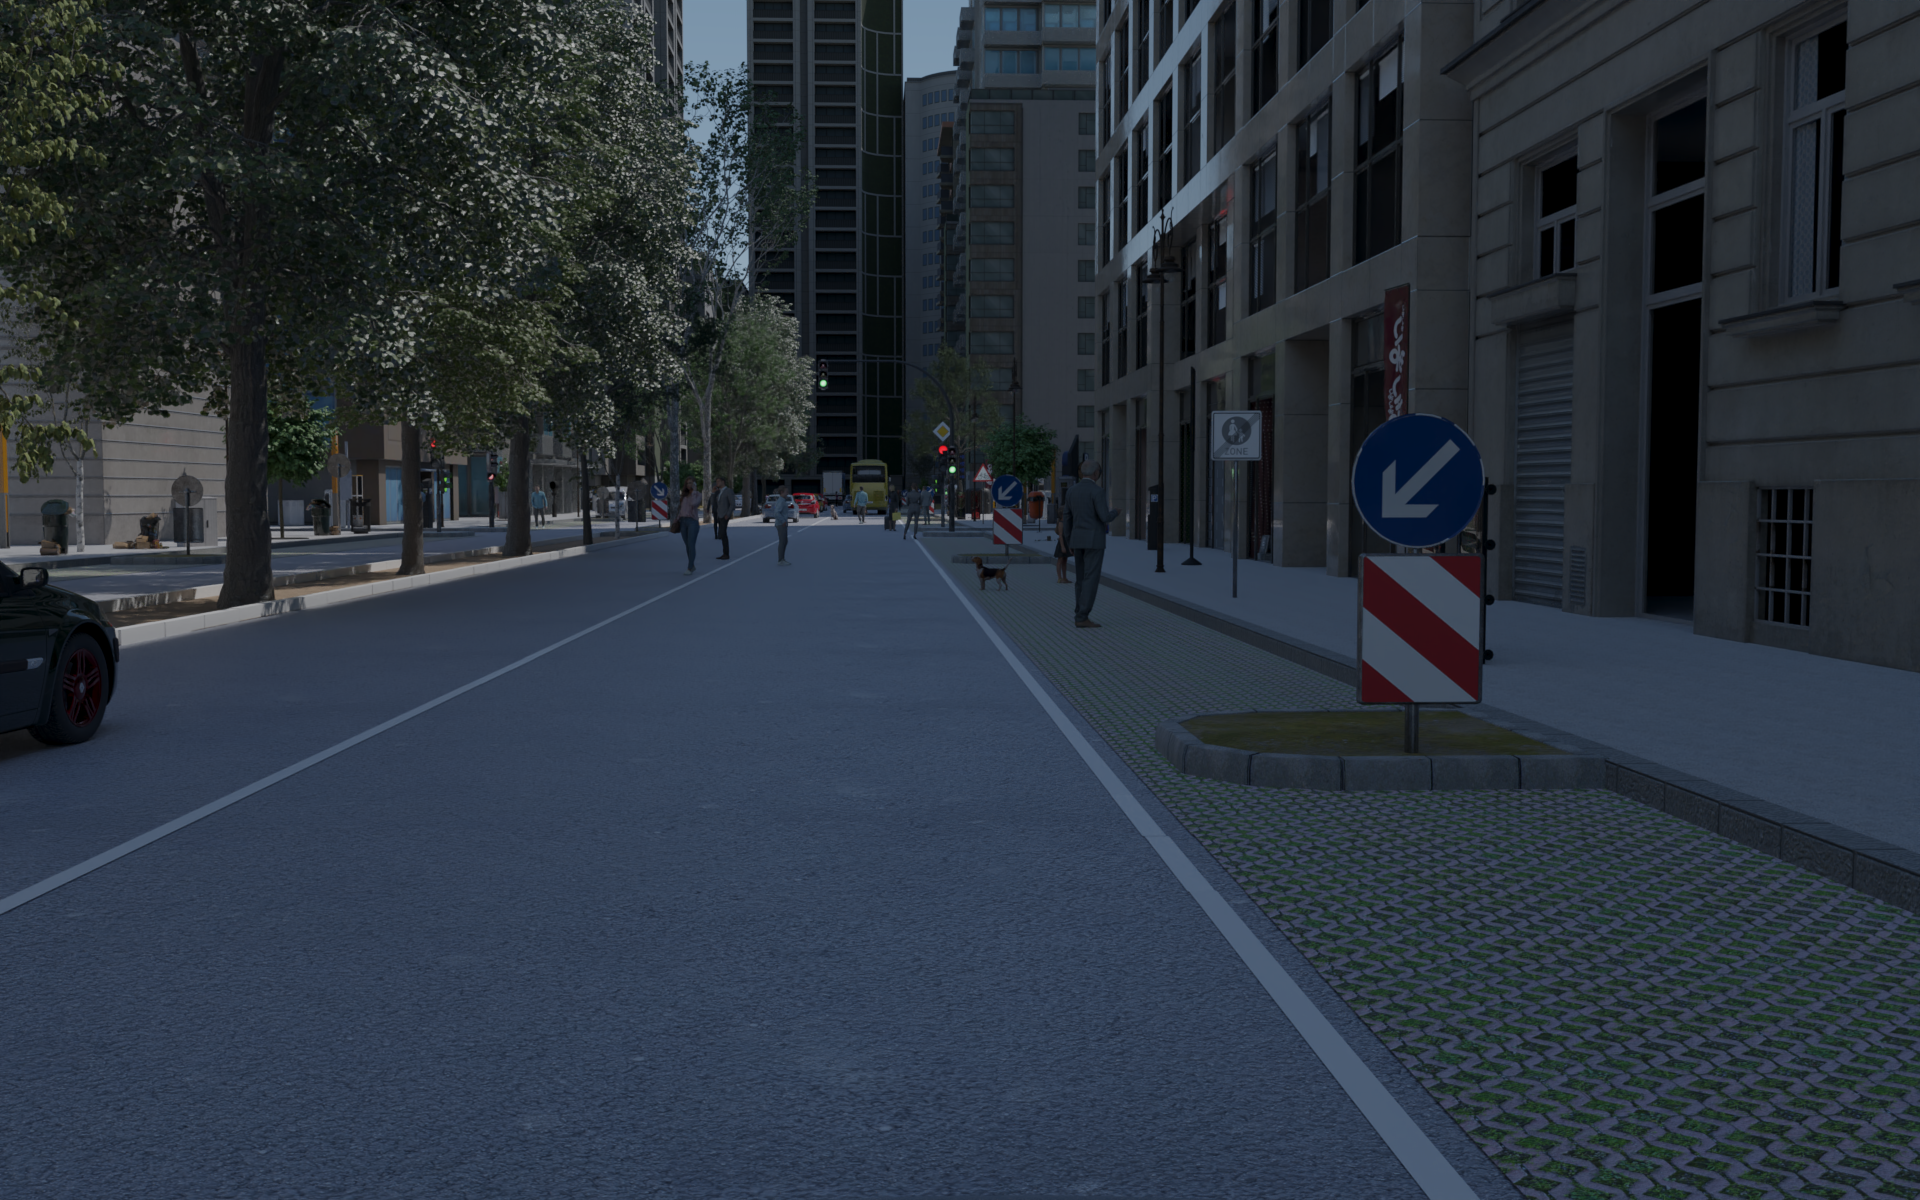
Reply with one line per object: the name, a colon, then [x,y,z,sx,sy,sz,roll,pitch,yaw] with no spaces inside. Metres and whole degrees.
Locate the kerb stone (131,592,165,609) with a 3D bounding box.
kerb stone: [-10.364,0.018,21.927,0.120,0.150,1.000,0,4,-3]

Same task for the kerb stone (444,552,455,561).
kerb stone: [-11.100,-0.923,37.283,0.120,0.150,1.000,0,4,-3]

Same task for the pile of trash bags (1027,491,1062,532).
pile of trash bags: [3.859,-3.001,58.818,3.447,1.369,1.912,-2,4,-24]

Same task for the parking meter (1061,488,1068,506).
parking meter: [4.372,-3.864,71.590,0.372,1.533,0.369,0,3,0]

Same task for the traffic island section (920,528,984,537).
traffic island section: [-0.262,-2.248,59.039,2.009,0.180,2.903,0,4,-3]

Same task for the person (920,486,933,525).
person: [-1.575,-4.378,80.183,0.635,1.810,0.391,-3,5,-39]

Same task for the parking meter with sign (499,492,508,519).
parking meter with sign: [-23.319,-5.676,89.060,1.738,3.016,0.543,-3,5,-41]

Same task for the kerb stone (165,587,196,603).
kerb stone: [-10.416,-0.046,22.953,0.120,0.150,1.000,0,4,-3]

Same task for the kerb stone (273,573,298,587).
kerb stone: [-10.613,-0.296,27.042,0.120,0.150,1.000,0,4,-3]

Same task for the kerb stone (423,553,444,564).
kerb stone: [-11.039,-0.860,36.262,0.120,0.150,1.000,0,4,-3]

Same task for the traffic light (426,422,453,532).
traffic light: [-17.494,-4.231,58.096,0.839,4.253,0.868,0,4,-3]

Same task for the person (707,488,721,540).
person: [-7.628,-2.838,54.672,0.659,1.850,0.755,0,4,0]

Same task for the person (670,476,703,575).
person: [-4.799,-1.327,30.794,0.593,1.750,0.643,2,4,28]

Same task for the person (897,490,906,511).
person: [-5.287,-8.558,148.553,1.348,1.807,0.705,1,4,15]

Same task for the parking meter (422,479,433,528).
parking meter: [-20.056,-3.640,65.227,0.255,1.863,0.399,1,4,12]

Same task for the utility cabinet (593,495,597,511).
utility cabinet: [-27.194,-7.229,129.363,0.306,1.237,1.020,0,4,0]

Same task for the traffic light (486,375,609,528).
traffic light: [-15.787,-5.599,66.206,4.771,5.953,1.251,0,4,-3]

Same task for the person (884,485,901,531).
person: [-2.619,-3.592,67.440,0.699,1.804,1.509,0,4,-1]

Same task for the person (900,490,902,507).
person: [-6.250,-10.636,182.489,1.350,1.814,0.705,-1,4,-14]

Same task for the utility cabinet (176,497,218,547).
utility cabinet: [-18.644,-1.906,42.329,0.306,1.237,1.020,2,4,24]

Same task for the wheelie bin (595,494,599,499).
wheelie bin: [-21.590,-5.921,104.708,0.980,1.594,0.693,0,4,0]

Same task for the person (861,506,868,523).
person: [-4.802,-4.507,86.864,0.373,1.253,0.362,0,4,-4]

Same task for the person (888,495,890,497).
person: [-7.683,-10.404,178.693,1.348,1.812,0.705,-2,4,-29]

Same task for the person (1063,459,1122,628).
person: [1.432,-0.607,18.607,0.590,1.801,0.661,-3,5,-42]

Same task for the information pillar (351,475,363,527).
information pillar: [-23.542,-3.863,67.653,0.304,2.012,0.304,2,4,26]

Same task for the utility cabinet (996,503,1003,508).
utility cabinet: [1.913,-4.497,84.685,0.306,1.237,1.020,0,4,-1]

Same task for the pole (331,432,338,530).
pole: [-19.935,-3.758,55.283,0.158,3.312,0.155,0,3,0]

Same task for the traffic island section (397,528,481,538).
traffic island section: [-17.535,-2.199,58.229,2.009,0.180,2.903,0,4,-3]

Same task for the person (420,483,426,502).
person: [-17.517,-2.870,55.697,0.793,1.790,0.793,3,5,40]

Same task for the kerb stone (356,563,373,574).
kerb stone: [-10.815,-0.547,31.145,0.120,0.150,1.000,0,4,-3]

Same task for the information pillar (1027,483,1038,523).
information pillar: [3.116,-4.352,75.642,0.304,2.012,0.304,1,4,18]

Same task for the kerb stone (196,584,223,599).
kerb stone: [-10.458,-0.109,23.974,0.120,0.150,1.000,0,4,-3]

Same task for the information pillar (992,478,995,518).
information pillar: [2.013,-6.283,94.087,0.504,3.616,0.183,-2,4,-34]

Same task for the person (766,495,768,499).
person: [-18.209,-9.299,163.770,0.697,1.427,0.421,1,4,8]

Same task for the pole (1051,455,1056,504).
pole: [4.055,-4.975,75.185,0.158,3.312,0.155,0,3,0]

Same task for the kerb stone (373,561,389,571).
kerb stone: [-10.856,-0.610,32.169,0.120,0.150,1.000,0,4,-3]

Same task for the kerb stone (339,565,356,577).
kerb stone: [-10.761,-0.485,30.125,0.120,0.150,1.000,0,4,-3]

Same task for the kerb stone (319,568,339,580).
kerb stone: [-10.699,-0.422,29.101,0.120,0.150,1.000,0,4,-3]

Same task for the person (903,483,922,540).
person: [-1.496,-2.798,54.529,0.520,1.790,0.573,-1,4,-21]

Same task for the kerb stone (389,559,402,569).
kerb stone: [-10.908,-0.673,33.192,0.120,0.150,1.000,0,4,-3]

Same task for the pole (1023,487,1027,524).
pole: [2.742,-4.886,73.731,0.158,3.312,0.155,0,3,0]

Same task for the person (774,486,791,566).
person: [-3.567,-1.499,34.813,0.330,1.601,0.589,1,4,9]

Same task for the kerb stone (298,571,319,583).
kerb stone: [-10.660,-0.359,28.069,0.120,0.150,1.000,0,4,-3]

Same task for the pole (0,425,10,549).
pole: [-22.439,-2.860,40.598,0.158,3.312,0.155,0,3,0]

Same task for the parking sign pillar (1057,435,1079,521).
parking sign pillar: [4.964,-5.472,77.937,1.447,3.967,1.447,1,4,20]

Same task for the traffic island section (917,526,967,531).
traffic island section: [-0.640,-2.736,67.015,2.009,0.180,2.903,0,4,-3]

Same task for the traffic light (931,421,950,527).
traffic light: [-0.681,-4.769,66.899,0.839,4.253,0.868,0,4,-3]

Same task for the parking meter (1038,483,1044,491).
parking meter: [4.667,-5.783,100.256,0.255,1.863,0.399,-2,4,-30]

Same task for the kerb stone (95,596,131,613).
kerb stone: [-10.319,0.079,20.902,0.120,0.150,1.000,0,4,-3]

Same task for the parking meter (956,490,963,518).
parking meter: [-0.030,-5.277,94.685,0.372,1.533,0.369,0,3,0]

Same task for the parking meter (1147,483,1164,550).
parking meter: [4.483,-1.912,39.674,0.372,1.533,0.369,0,3,0]

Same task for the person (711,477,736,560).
person: [-5.208,-1.796,38.038,0.473,1.802,0.592,-1,4,-23]

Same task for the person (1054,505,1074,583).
person: [1.704,-0.890,27.718,0.373,1.253,0.362,3,5,39]

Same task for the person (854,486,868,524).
person: [-4.743,-4.570,83.231,0.660,1.820,0.620,-2,4,-25]

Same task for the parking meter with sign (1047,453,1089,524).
parking meter with sign: [4.592,-4.771,74.260,1.738,3.016,0.543,1,4,23]

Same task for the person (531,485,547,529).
person: [-17.422,-3.868,71.757,0.660,1.820,0.620,0,4,-7]

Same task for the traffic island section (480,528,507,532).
traffic island section: [-17.912,-2.687,66.205,2.009,0.180,2.903,0,4,-3]

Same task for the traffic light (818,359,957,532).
traffic light: [-2.388,-5.139,58.683,4.771,5.953,1.251,0,4,-3]

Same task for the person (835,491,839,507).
person: [-13.846,-11.397,195.531,0.721,1.739,1.217,1,4,9]
